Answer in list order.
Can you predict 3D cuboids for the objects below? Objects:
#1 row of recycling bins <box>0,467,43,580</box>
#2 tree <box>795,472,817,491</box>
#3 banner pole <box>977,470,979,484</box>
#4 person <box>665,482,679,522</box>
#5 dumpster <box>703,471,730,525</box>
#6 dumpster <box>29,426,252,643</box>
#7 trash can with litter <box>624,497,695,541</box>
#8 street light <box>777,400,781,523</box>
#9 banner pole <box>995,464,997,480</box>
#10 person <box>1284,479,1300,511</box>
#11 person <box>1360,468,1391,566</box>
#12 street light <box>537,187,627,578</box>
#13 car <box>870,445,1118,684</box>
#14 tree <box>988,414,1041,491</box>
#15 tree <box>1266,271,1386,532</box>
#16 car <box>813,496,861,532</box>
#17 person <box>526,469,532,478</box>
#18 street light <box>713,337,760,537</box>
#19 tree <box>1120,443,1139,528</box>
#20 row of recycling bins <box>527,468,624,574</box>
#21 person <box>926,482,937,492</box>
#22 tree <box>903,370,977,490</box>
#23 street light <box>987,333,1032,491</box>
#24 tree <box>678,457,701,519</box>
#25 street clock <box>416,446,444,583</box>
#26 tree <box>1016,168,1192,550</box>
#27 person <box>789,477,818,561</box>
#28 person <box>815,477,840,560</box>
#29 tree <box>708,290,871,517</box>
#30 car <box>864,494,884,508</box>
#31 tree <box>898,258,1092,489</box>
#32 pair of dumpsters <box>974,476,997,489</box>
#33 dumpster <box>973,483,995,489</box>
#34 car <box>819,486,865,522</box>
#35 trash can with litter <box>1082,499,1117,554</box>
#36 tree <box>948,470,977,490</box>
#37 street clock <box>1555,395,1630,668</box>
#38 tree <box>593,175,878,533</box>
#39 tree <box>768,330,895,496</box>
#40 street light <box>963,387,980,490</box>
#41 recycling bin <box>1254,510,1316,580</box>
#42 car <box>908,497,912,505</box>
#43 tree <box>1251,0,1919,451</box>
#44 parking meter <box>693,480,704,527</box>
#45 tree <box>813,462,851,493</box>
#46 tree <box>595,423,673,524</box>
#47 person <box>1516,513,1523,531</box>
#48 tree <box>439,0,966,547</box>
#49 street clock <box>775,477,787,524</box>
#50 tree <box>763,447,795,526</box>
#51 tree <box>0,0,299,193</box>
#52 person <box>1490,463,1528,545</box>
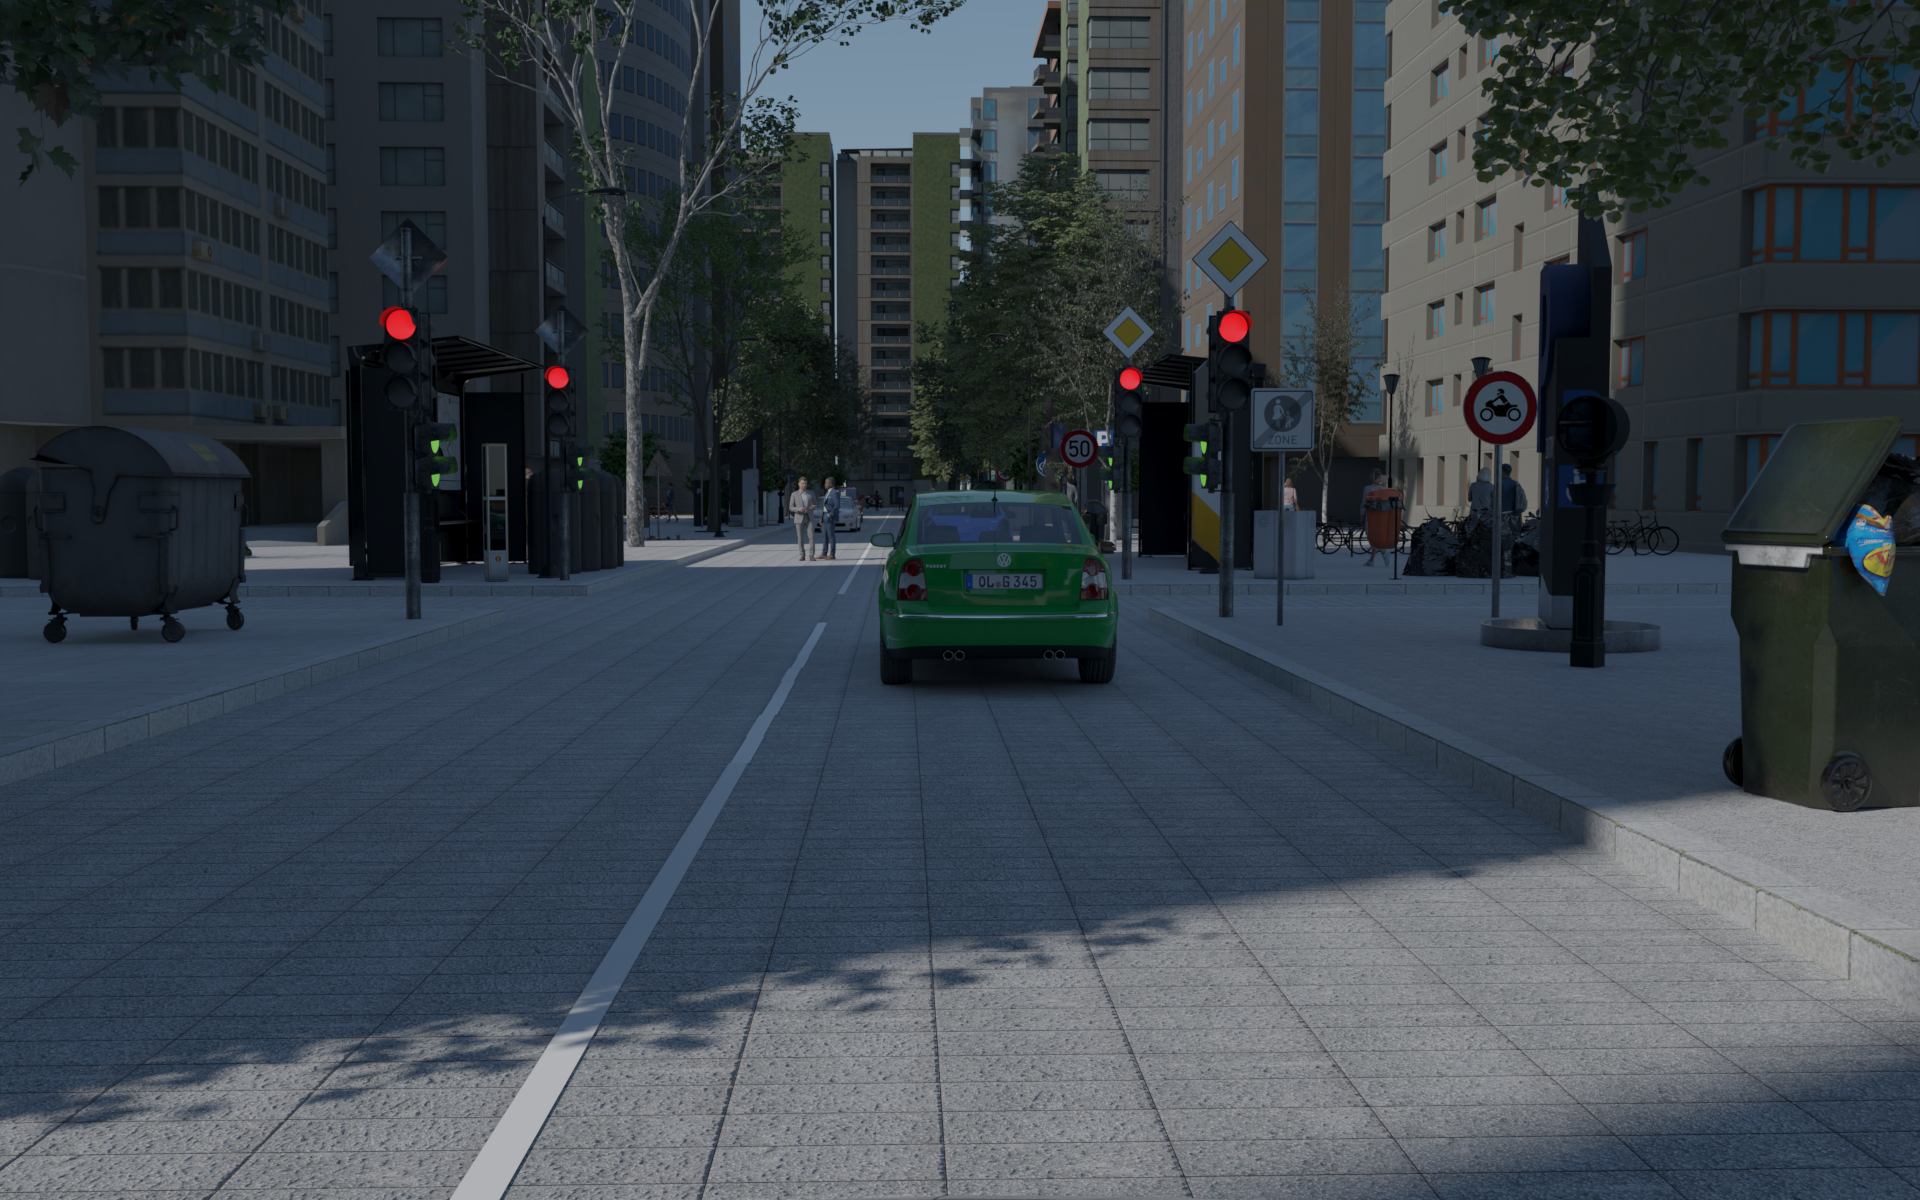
[{"bbox_3d":[-13.173,-1.152,25.953,3.534,1.692,1.069,2,4,28],"label":"row of recycling bins"},{"bbox_3d":[-10.008,-7.167,111.785,1.663,3.219,1.824,0,3,0],"label":"tree"},{"bbox_3d":[1.008,-6.503,96.337,0.401,3.779,0.863,0,4,-4],"label":"banner pole"},{"bbox_3d":[-13.063,-4.433,78.549,0.654,1.822,0.581,-1,4,-14],"label":"person"},{"bbox_3d":[-9.980,-4.207,71.280,1.502,2.255,1.985,0,4,-2],"label":"dumpster"},{"bbox_3d":[-7.317,-0.599,15.560,1.264,1.857,1.865,0,4,-2],"label":"dumpster"},{"bbox_3d":[-8.493,-2.266,48.100,2.233,1.210,1.678,0,4,-6],"label":"trash can with litter"},{"bbox_3d":[-7.380,-6.347,76.311,1.470,5.913,1.316,0,4,-2],"label":"street light"},{"bbox_3d":[2.140,-6.637,98.534,0.401,3.779,0.863,2,4,24],"label":"banner pole"},{"bbox_3d":[10.148,-2.847,53.189,0.593,1.750,0.643,1,4,15],"label":"person"},{"bbox_3d":[7.371,-1.453,30.548,0.466,1.731,0.760,-2,4,-29],"label":"person"},{"bbox_3d":[-5.741,-3.289,26.323,1.470,5.913,1.316,0,4,-2],"label":"street light"},{"bbox_3d":[0.223,-0.345,14.435,1.959,1.807,4.718,0,4,-2],"label":"car"},{"bbox_3d":[2.797,-4.988,65.265,4.285,4.588,4.351,0,3,0],"label":"tree"},{"bbox_3d":[12.272,-6.594,58.168,4.360,8.622,3.978,0,3,0],"label":"tree"},{"bbox_3d":[-4.784,-3.296,66.250,2.083,1.381,4.827,0,4,-1],"label":"car"},{"bbox_3d":[-8.582,-1.751,34.943,0.573,1.790,0.520,1,4,11],"label":"person"},{"bbox_3d":[-6.622,-4.821,51.372,1.470,5.913,1.316,0,4,-2],"label":"street light"},{"bbox_3d":[6.692,-4.354,65.789,1.663,3.219,1.824,0,3,0],"label":"tree"},{"bbox_3d":[-6.428,-1.358,29.312,1.069,1.692,3.534,0,4,4],"label":"row of recycling bins"},{"bbox_3d":[-0.929,-2.705,52.907,0.592,1.802,0.473,-1,4,-23],"label":"person"},{"bbox_3d":[-0.877,-15.902,166.646,9.857,13.997,8.962,0,3,0],"label":"tree"},{"bbox_3d":[1.488,-4.751,50.212,1.470,5.913,1.316,0,4,-2],"label":"street light"},{"bbox_3d":[-13.605,-5.739,88.432,1.663,3.219,1.824,0,3,0],"label":"tree"},{"bbox_3d":[-7.638,-1.244,24.916,0.358,2.002,0.471,1,4,17],"label":"street clock"},{"bbox_3d":[3.461,-5.465,39.712,4.360,8.622,3.978,0,3,0],"label":"tree"},{"bbox_3d":[-3.324,-1.735,37.060,0.606,1.804,0.583,-1,4,-16],"label":"person"},{"bbox_3d":[-2.855,-1.786,37.885,0.419,1.800,0.721,-2,4,-33],"label":"person"},{"bbox_3d":[-9.624,-10.963,96.256,9.611,12.733,9.660,0,3,0],"label":"tree"},{"bbox_3d":[-8.695,-10.171,176.083,2.009,1.686,4.222,0,4,-1],"label":"car"},{"bbox_3d":[1.908,-10.087,81.937,9.611,12.733,9.660,0,3,0],"label":"tree"},{"bbox_3d":[1.503,-5.546,93.175,1.574,2.255,4.437,0,4,-2],"label":"pair of dumpsters"},{"bbox_3d":[1.270,-5.146,89.899,1.264,1.857,1.865,0,4,-2],"label":"dumpster"},{"bbox_3d":[-5.906,-4.779,86.812,2.281,1.827,5.304,0,4,-2],"label":"car"},{"bbox_3d":[3.079,-1.604,37.607,0.624,1.170,1.055,-2,4,-24],"label":"trash can with litter"},{"bbox_3d":[-0.187,-11.038,130.827,4.360,8.622,3.978,0,3,0],"label":"tree"},{"bbox_3d":[4.666,-0.505,12.821,0.471,2.002,0.358,3,5,45],"label":"street clock"},{"bbox_3d":[-8.332,-8.064,57.597,9.928,11.665,9.643,0,3,0],"label":"tree"},{"bbox_3d":[-9.956,-13.394,129.355,12.009,13.543,11.850,0,3,0],"label":"tree"},{"bbox_3d":[0.773,-6.280,75.211,1.470,5.913,1.316,0,4,-2],"label":"street light"},{"bbox_3d":[4.931,-0.840,26.293,0.722,1.027,0.722,3,4,36],"label":"recycling bin"},{"bbox_3d":[-3.599,-8.707,152.578,2.015,1.641,3.980,0,4,-2],"label":"car"},{"bbox_3d":[4.377,-5.427,6.864,7.486,12.596,7.792,0,3,0],"label":"tree"},{"bbox_3d":[-10.318,-3.835,68.419,0.399,1.863,0.255,-1,4,-23],"label":"parking meter"},{"bbox_3d":[-11.174,-10.153,149.714,4.285,4.588,4.351,0,3,0],"label":"tree"},{"bbox_3d":[-14.130,-5.581,74.959,4.285,4.588,4.351,0,3,0],"label":"tree"},{"bbox_3d":[10.878,-1.429,34.071,0.362,1.253,0.373,1,4,19],"label":"person"},{"bbox_3d":[-6.690,-11.289,40.457,12.611,20.169,13.585,0,3,0],"label":"tree"},{"bbox_3d":[-7.777,-4.325,75.278,0.471,2.002,0.358,2,4,24],"label":"street clock"},{"bbox_3d":[-7.767,-4.662,70.819,1.663,3.219,1.824,0,3,0],"label":"tree"},{"bbox_3d":[-6.926,-5.414,5.529,9.611,12.733,9.660,0,3,0],"label":"tree"},{"bbox_3d":[9.643,-1.512,30.753,0.794,1.824,0.713,0,4,5],"label":"person"}]
